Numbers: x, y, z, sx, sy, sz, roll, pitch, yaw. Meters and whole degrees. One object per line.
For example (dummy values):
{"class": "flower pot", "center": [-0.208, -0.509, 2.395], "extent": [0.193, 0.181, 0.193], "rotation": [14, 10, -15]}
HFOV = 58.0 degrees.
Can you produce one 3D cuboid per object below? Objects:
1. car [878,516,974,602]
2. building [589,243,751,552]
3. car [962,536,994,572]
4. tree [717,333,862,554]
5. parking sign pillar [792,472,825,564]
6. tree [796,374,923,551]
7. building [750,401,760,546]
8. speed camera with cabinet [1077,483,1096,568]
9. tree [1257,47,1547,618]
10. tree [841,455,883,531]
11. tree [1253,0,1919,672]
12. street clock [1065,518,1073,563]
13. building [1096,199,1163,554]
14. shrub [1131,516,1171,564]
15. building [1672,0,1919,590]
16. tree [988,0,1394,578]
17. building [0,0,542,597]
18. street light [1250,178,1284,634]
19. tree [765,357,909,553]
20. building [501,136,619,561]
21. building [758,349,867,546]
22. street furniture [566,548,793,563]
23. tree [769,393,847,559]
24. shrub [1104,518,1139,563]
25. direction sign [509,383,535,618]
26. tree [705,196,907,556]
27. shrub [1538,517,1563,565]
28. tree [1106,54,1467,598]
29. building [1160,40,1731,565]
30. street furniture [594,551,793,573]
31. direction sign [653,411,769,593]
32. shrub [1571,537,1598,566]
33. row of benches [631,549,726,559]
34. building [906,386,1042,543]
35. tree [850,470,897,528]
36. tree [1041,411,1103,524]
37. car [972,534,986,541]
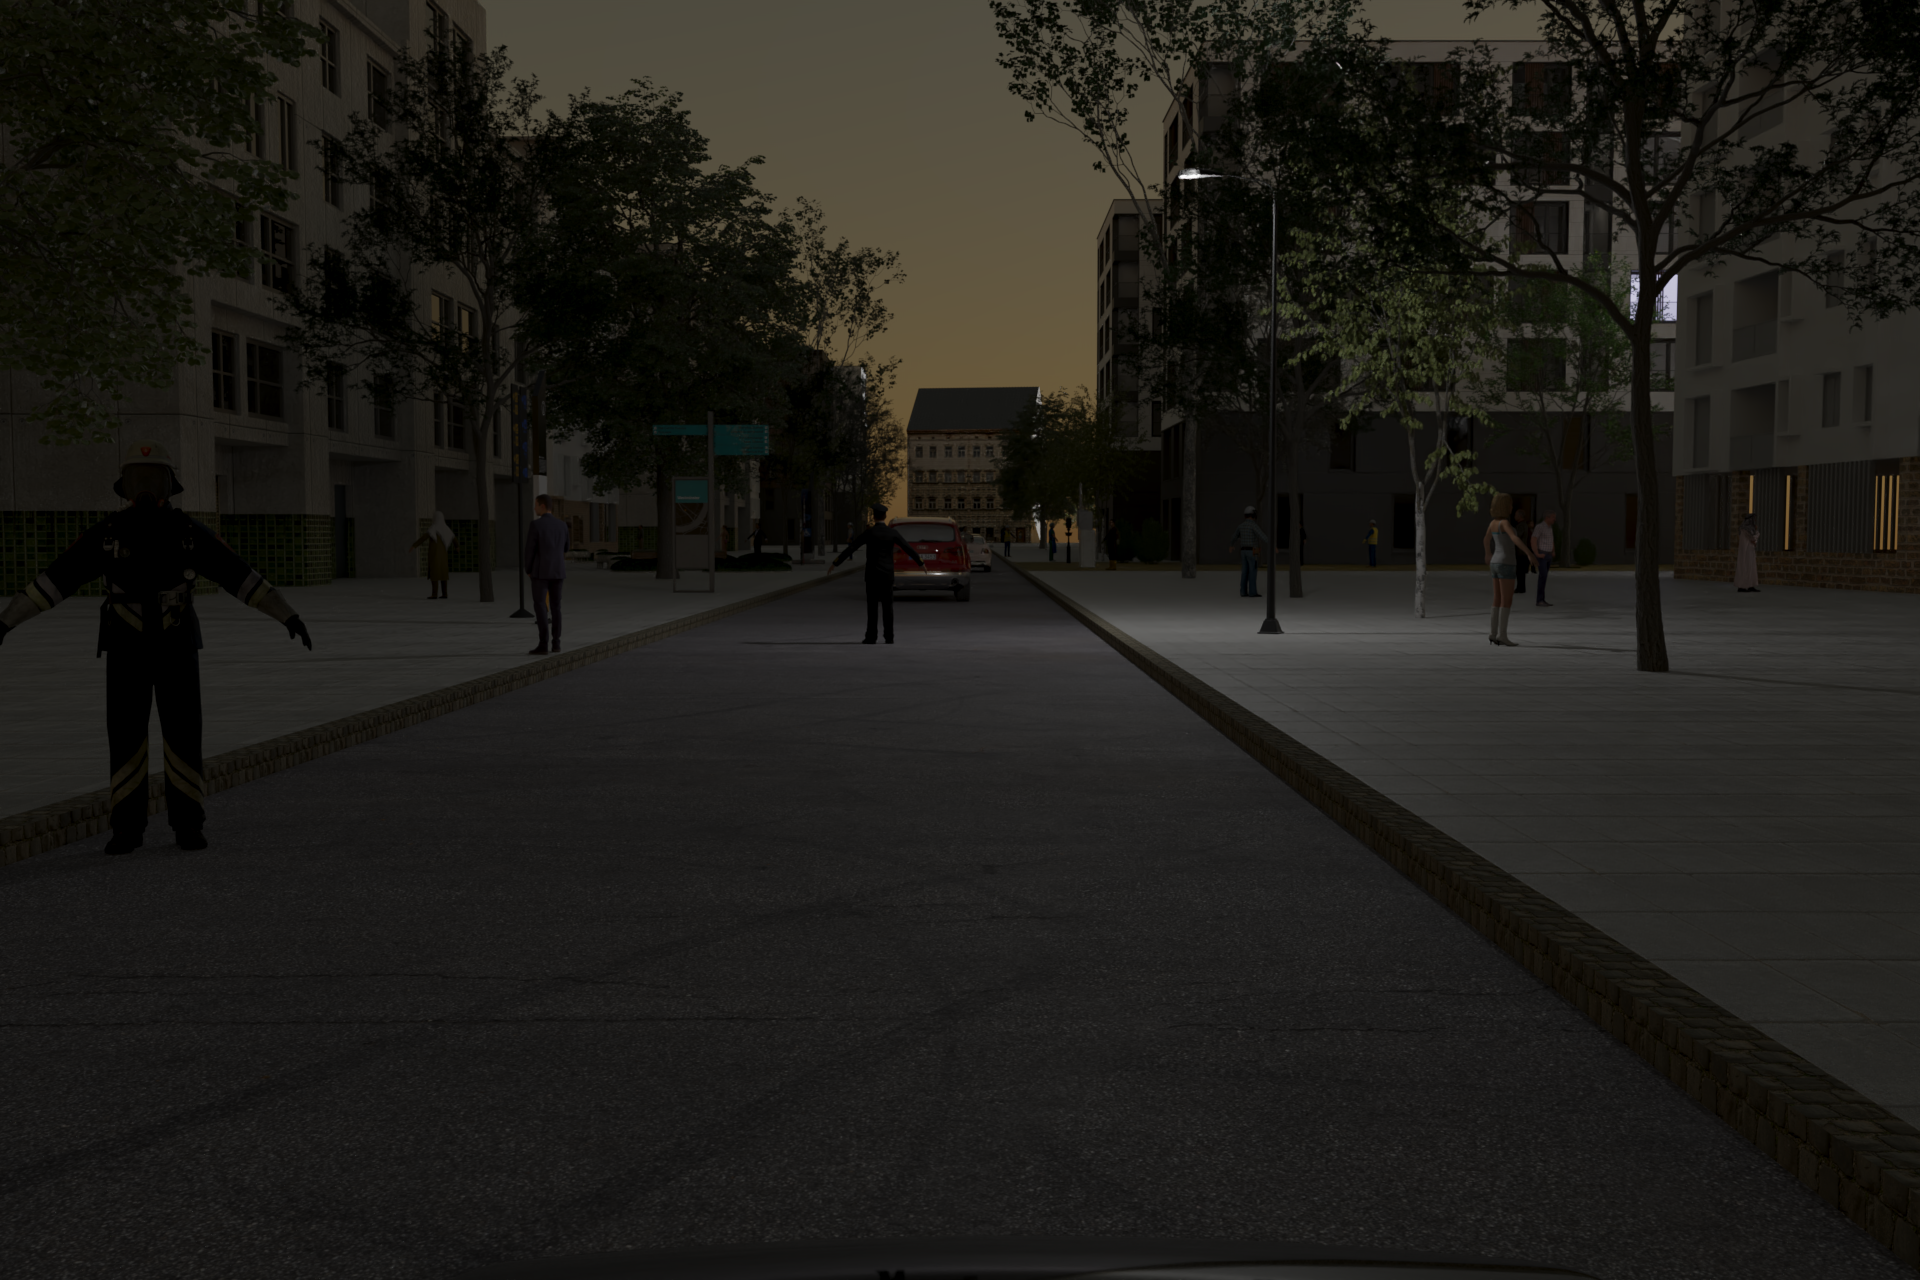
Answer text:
{"class": "car", "center": [-0.819, -1.807, 38.211], "extent": [2.281, 1.827, 5.304], "rotation": [0, 4, -1]}
{"class": "building", "center": [-25.188, -15.598, 121.489], "extent": [16.747, 18.905, 31.486], "rotation": [0, 4, 1]}
{"class": "car", "center": [0.271, -3.304, 66.375], "extent": [2.083, 1.381, 4.827], "rotation": [0, 4, 0]}
{"class": "tree", "center": [-8.362, -8.931, 80.433], "extent": [8.767, 10.594, 7.601], "rotation": [2, 4, 34]}
{"class": "parking sign pillar", "center": [-6.496, -5.240, 74.143], "extent": [1.447, 3.967, 1.447], "rotation": [0, 4, 1]}
{"class": "tree", "center": [-7.872, -13.589, 132.554], "extent": [12.009, 13.543, 11.850], "rotation": [0, 3, 0]}
{"class": "building", "center": [-27.094, -19.598, 176.854], "extent": [16.016, 20.090, 11.380], "rotation": [0, 4, 1]}
{"class": "speed camera with cabinet", "center": [4.840, -4.398, 66.240], "extent": [0.660, 3.252, 2.038], "rotation": [0, 4, 1]}
{"class": "tree", "center": [6.833, -4.625, 25.974], "extent": [4.737, 8.622, 4.395], "rotation": [0, 3, 0]}
{"class": "tree", "center": [-8.414, -12.870, 160.794], "extent": [4.360, 8.622, 3.978], "rotation": [0, 3, 0]}
{"class": "tree", "center": [6.181, -4.994, 16.058], "extent": [7.601, 10.594, 8.767], "rotation": [1, 4, 18]}
{"class": "street clock", "center": [4.751, -4.354, 75.754], "extent": [0.358, 2.002, 0.471], "rotation": [0, 4, -1]}
{"class": "building", "center": [23.385, -17.013, 122.145], "extent": [27.936, 21.610, 32.646], "rotation": [0, 4, 0]}
{"class": "shrub", "center": [8.071, -4.207, 73.211], "extent": [1.690, 2.028, 1.600], "rotation": [0, 3, 0]}
{"class": "building", "center": [25.369, -11.654, 46.964], "extent": [16.016, 20.090, 11.380], "rotation": [0, 4, 0]}
{"class": "tree", "center": [8.083, -11.829, 49.291], "extent": [12.611, 20.169, 13.585], "rotation": [0, 3, 0]}
{"class": "building", "center": [-24.301, -11.255, 50.469], "extent": [16.747, 18.905, 31.486], "rotation": [0, 4, 0]}
{"class": "street light", "center": [4.547, -3.033, 22.133], "extent": [1.470, 5.913, 1.316], "rotation": [0, 3, 0]}
{"class": "tree", "center": [-8.467, -12.772, 119.188], "extent": [12.009, 13.543, 11.850], "rotation": [0, 3, 0]}
{"class": "building", "center": [-24.017, -13.908, 83.821], "extent": [16.016, 20.090, 11.380], "rotation": [0, 4, -1]}
{"class": "building", "center": [-25.808, -22.257, 207.873], "extent": [27.936, 21.610, 32.646], "rotation": [0, 4, 0]}
{"class": "street furniture", "center": [-12.834, -3.833, 78.297], "extent": [10.072, 0.657, 5.734], "rotation": [1, 4, 10]}
{"class": "tree", "center": [-7.870, -8.432, 88.222], "extent": [4.737, 8.622, 4.395], "rotation": [0, 3, 0]}
{"class": "shrub", "center": [7.131, -4.402, 76.392], "extent": [1.690, 2.028, 1.600], "rotation": [0, 3, 0]}
{"class": "direction sign", "center": [-6.734, -2.112, 26.526], "extent": [0.379, 3.537, 0.876], "rotation": [0, 4, 0]}
{"class": "tree", "center": [-9.176, -14.937, 100.117], "extent": [12.611, 20.169, 13.585], "rotation": [0, 3, 0]}
{"class": "shrub", "center": [24.184, -4.118, 71.377], "extent": [1.661, 2.075, 1.752], "rotation": [0, 3, 0]}
{"class": "tree", "center": [6.456, -6.128, 34.613], "extent": [7.601, 10.594, 8.767], "rotation": [-1, 4, -14]}
{"class": "building", "center": [23.945, -14.948, 88.368], "extent": [27.936, 21.610, 32.646], "rotation": [0, 3, 0]}
{"class": "street furniture", "center": [-9.857, -2.808, 61.530], "extent": [5.734, 0.657, 10.072], "rotation": [-1, 4, -22]}
{"class": "direction sign", "center": [-5.416, -3.034, 38.362], "extent": [2.525, 3.948, 1.411], "rotation": [0, 4, 1]}
{"class": "shrub", "center": [24.973, -3.555, 69.245], "extent": [1.383, 1.207, 1.383], "rotation": [0, 3, 0]}
{"class": "row of benches", "center": [-11.867, -3.492, 72.561], "extent": [4.104, 0.672, 1.422], "rotation": [-1, 4, -22]}
{"class": "building", "center": [2.766, -25.947, 257.620], "extent": [18.063, 23.208, 19.493], "rotation": [1, 4, 9]}
{"class": "tree", "center": [-7.666, -12.276, 151.068], "extent": [4.737, 8.622, 4.395], "rotation": [0, 3, 0]}
{"class": "tree", "center": [7.060, -9.317, 102.697], "extent": [4.737, 8.622, 4.395], "rotation": [0, 3, 0]}
{"class": "car", "center": [0.931, -7.181, 127.626], "extent": [2.015, 1.641, 3.980], "rotation": [0, 4, 0]}
